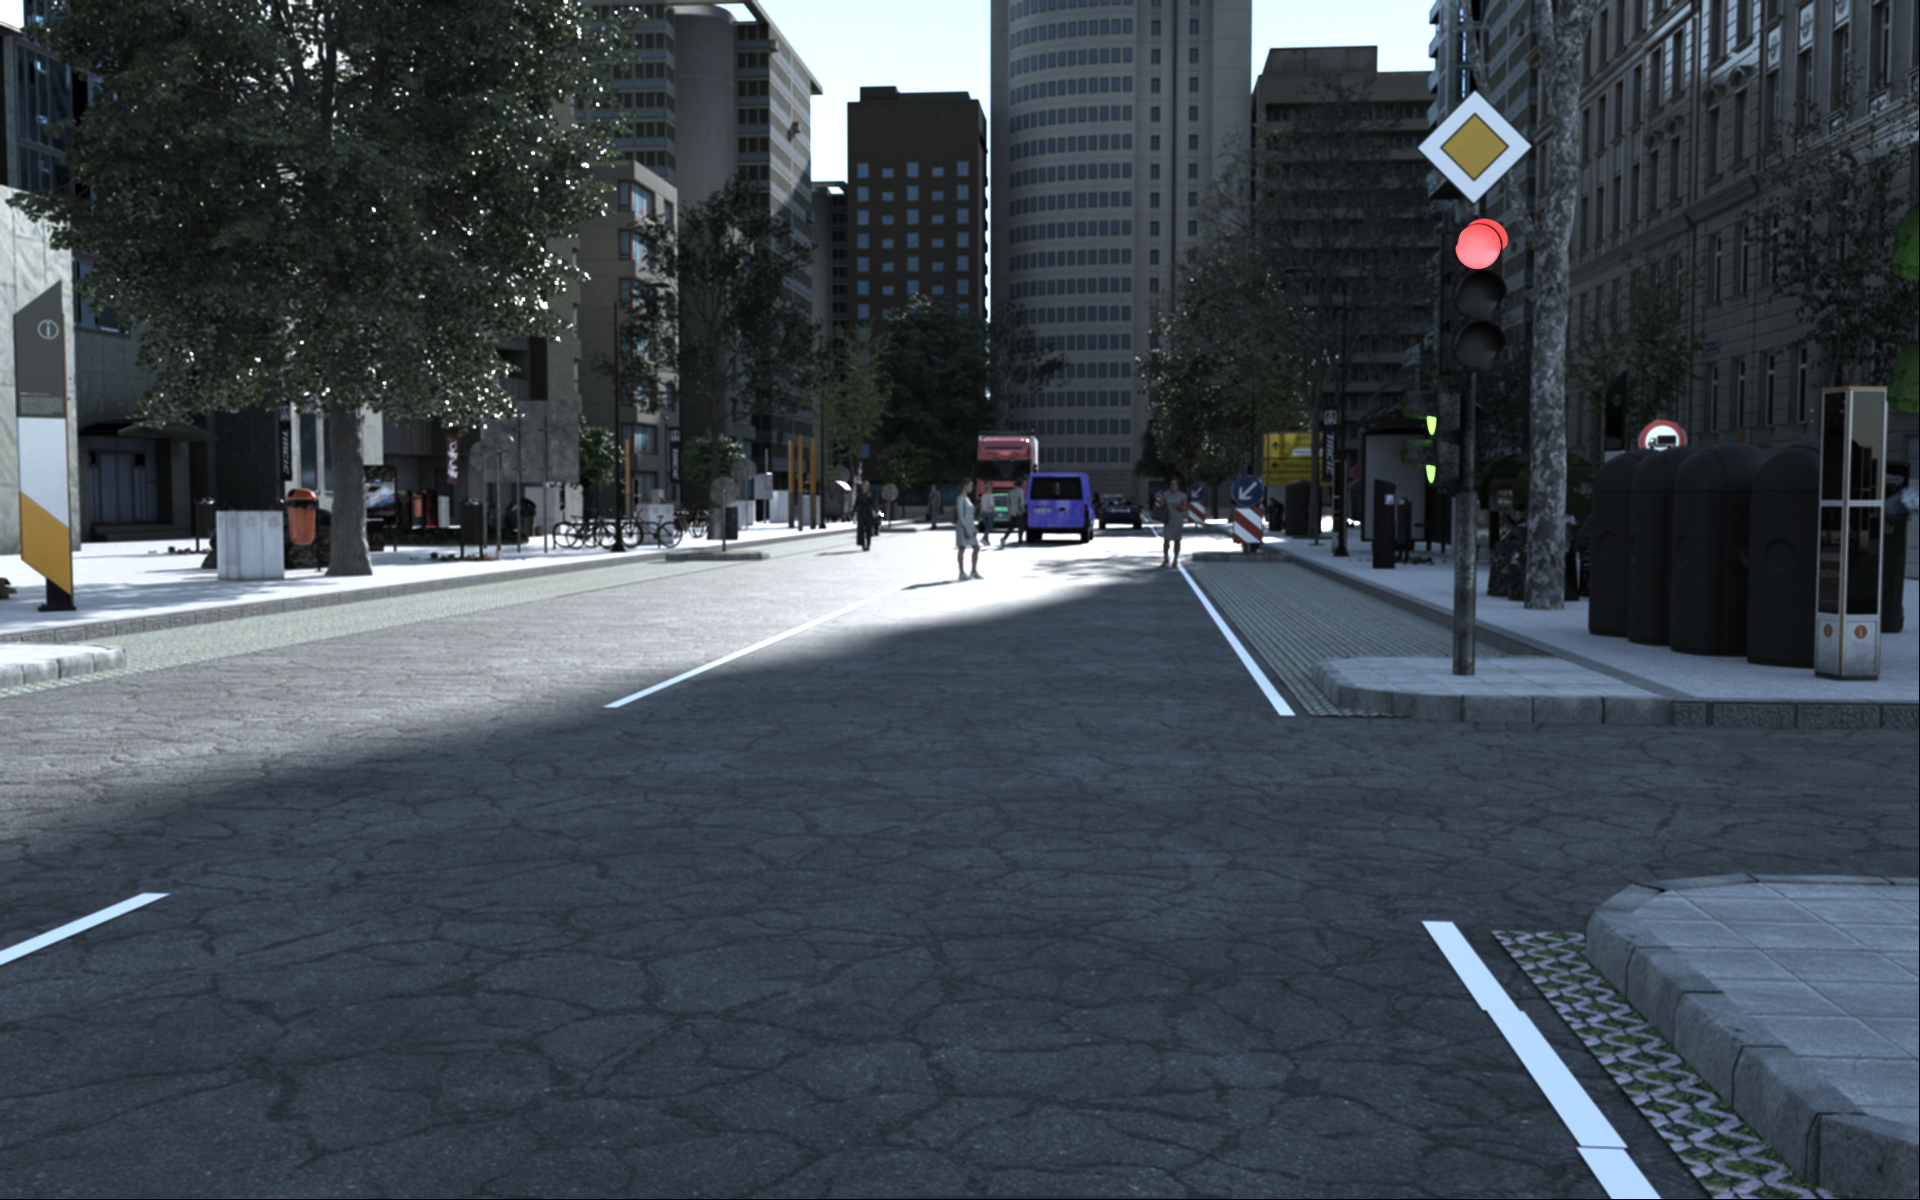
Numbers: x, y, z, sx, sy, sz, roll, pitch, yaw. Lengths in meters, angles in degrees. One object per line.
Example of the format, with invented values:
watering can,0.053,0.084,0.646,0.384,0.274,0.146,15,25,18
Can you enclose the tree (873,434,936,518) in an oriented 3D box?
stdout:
tree,-2.972,-6.735,93.825,4.285,4.588,4.351,0,3,0

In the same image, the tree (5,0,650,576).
tree,-9.681,-7.357,26.942,9.857,13.997,8.962,0,3,0

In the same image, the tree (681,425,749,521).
tree,-11.837,-6.074,83.017,4.285,4.588,4.351,0,3,0

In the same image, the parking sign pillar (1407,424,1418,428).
parking sign pillar,16.928,-4.577,63.303,1.447,3.967,1.447,2,4,31

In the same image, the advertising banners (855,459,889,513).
advertising banners,-4.369,-5.480,85.784,2.074,3.025,0.090,2,4,34

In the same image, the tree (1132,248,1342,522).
tree,12.659,-9.918,79.163,9.611,12.733,9.660,0,3,0

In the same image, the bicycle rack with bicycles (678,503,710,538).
bicycle rack with bicycles,-8.261,-2.311,51.168,2.852,0.926,2.925,3,5,43

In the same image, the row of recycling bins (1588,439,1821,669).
row of recycling bins,6.267,-0.445,14.397,1.069,1.692,3.534,0,4,-4

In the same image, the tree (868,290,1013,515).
tree,-1.395,-12.258,107.071,9.857,13.997,8.962,0,3,0

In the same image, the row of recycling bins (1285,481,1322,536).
row of recycling bins,10.745,-2.886,54.300,1.069,1.692,3.534,1,4,17

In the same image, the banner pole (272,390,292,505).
banner pole,-15.931,-3.101,40.715,0.863,3.779,0.401,3,4,37

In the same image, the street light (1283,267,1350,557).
street light,7.319,-3.855,35.574,1.470,5.913,1.316,0,4,5

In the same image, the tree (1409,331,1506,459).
tree,21.406,-7.645,75.354,4.737,8.622,4.395,0,3,0

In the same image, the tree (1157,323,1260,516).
tree,15.459,-11.293,102.774,7.486,12.596,7.792,0,3,0

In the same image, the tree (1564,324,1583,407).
tree,20.809,-6.949,63.980,4.360,8.622,3.978,0,3,0

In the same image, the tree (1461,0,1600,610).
tree,7.449,-10.033,19.925,12.611,20.169,13.585,0,3,0

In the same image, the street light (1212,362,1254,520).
street light,9.690,-5.387,60.623,1.470,5.913,1.316,0,4,5

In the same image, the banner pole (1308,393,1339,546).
banner pole,9.063,-3.242,43.030,0.401,3.779,0.863,-3,5,-40

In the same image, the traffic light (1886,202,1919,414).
traffic light,2.795,-0.938,4.255,0.839,4.253,0.868,0,4,5

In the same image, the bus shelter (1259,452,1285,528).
bus shelter,12.102,-4.229,63.074,2.014,3.302,5.546,0,4,6

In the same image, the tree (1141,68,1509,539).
tree,10.285,-8.503,49.401,12.009,13.543,11.850,0,3,0

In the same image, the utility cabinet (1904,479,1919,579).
utility cabinet,14.523,-1.062,26.037,0.318,1.500,1.173,1,4,10

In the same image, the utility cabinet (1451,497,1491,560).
utility cabinet,10.078,-1.372,33.597,1.020,1.237,0.306,0,4,0

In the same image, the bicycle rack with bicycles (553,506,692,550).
bicycle rack with bicycles,-8.389,-1.680,40.847,2.925,0.926,2.852,1,4,20

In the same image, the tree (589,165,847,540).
tree,-6.667,-6.979,48.511,7.601,10.594,8.767,-2,4,-26

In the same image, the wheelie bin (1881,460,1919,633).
wheelie bin,8.528,-0.507,16.202,0.980,1.594,0.693,2,4,25

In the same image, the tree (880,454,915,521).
tree,-3.192,-5.450,83.706,1.663,3.219,1.824,0,3,0

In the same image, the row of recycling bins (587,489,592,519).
row of recycling bins,-20.668,-4.995,88.786,3.534,1.692,1.069,0,4,-3

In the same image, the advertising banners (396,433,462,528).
advertising banners,-15.203,-3.263,49.540,2.074,3.025,0.090,-3,4,-38

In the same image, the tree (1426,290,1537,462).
tree,17.866,-6.637,58.878,4.360,8.622,3.978,0,3,0

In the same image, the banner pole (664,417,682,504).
banner pole,-9.400,-4.066,56.503,0.863,3.779,0.401,2,4,31

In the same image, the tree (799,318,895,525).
tree,-4.507,-7.470,72.496,4.737,8.622,4.395,0,3,0

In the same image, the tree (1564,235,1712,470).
tree,19.644,-6.094,49.995,4.737,8.622,4.395,0,3,0

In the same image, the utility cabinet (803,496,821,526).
utility cabinet,-6.087,-3.618,70.322,0.306,1.237,1.020,2,4,35

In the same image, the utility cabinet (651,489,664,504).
utility cabinet,-13.779,-4.303,79.035,0.318,1.500,1.173,-2,4,-24

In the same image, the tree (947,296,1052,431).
tree,4.780,-18.823,163.651,12.611,20.169,13.585,0,3,0

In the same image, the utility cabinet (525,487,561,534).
utility cabinet,-13.186,-2.819,54.762,1.173,1.500,0.318,2,4,27

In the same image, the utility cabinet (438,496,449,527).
utility cabinet,-16.617,-2.710,55.463,0.306,1.237,1.020,-2,4,-30

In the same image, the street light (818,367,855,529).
street light,-4.521,-5.565,63.527,1.470,5.913,1.316,0,4,5

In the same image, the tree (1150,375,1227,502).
tree,18.350,-12.776,134.649,9.928,11.665,9.643,0,3,0

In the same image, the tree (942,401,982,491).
tree,0.150,-10.564,123.090,4.737,8.622,4.395,0,3,0

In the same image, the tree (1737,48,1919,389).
tree,15.389,-4.843,29.538,4.360,8.622,3.978,0,3,0

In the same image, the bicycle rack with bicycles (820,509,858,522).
bicycle rack with bicycles,-5.798,-4.104,80.486,2.925,0.926,2.852,-1,4,-11

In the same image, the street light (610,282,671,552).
street light,-7.038,-4.014,38.164,1.470,5.913,1.316,0,4,5

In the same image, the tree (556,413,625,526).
tree,-15.276,-5.293,70.252,4.285,4.588,4.351,0,3,0

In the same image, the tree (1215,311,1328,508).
tree,12.167,-7.215,68.328,4.737,8.622,4.395,0,3,0

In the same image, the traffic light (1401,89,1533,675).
traffic light,3.563,-1.424,12.203,0.839,4.253,0.868,0,4,5
